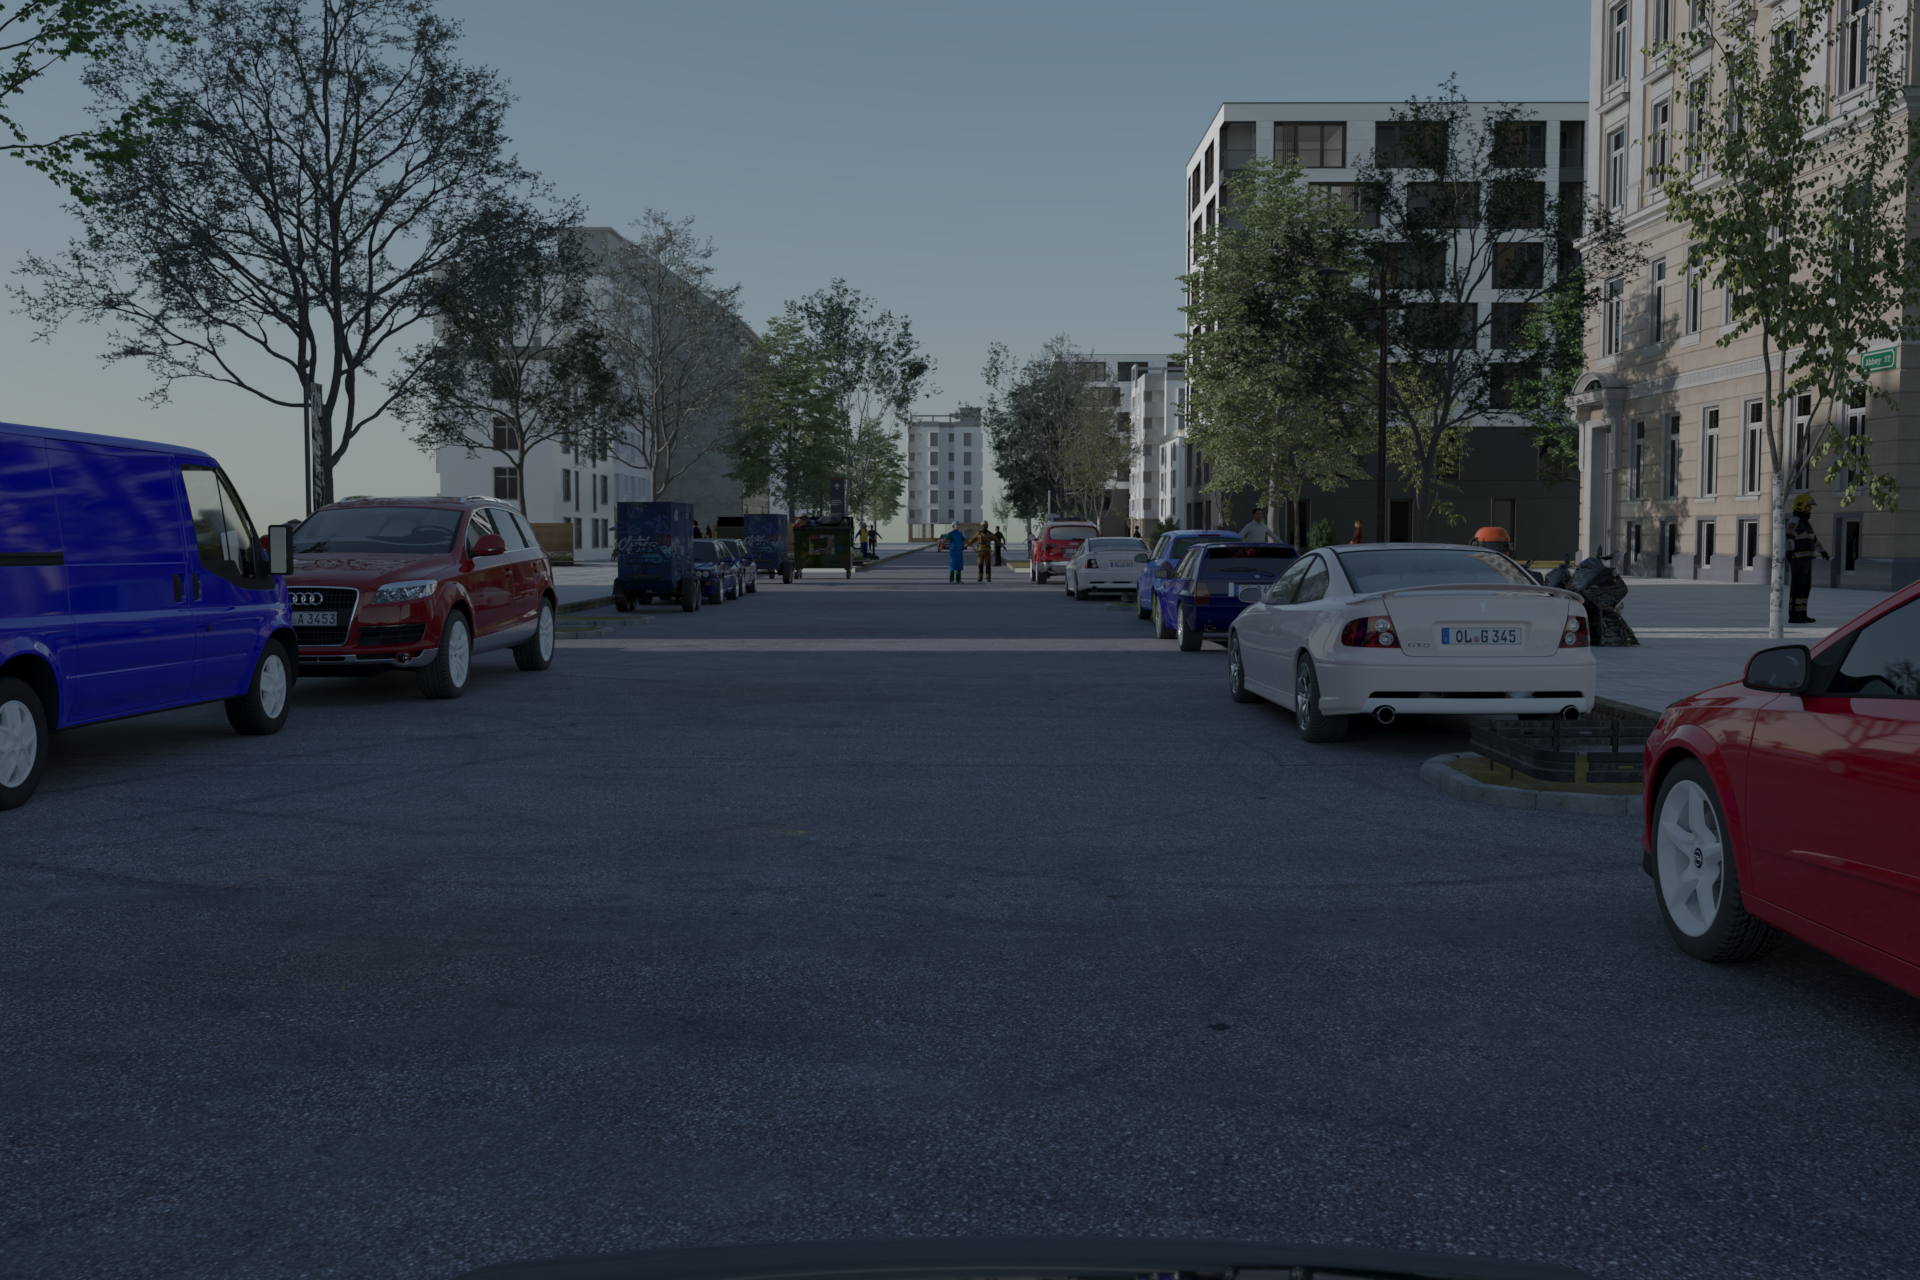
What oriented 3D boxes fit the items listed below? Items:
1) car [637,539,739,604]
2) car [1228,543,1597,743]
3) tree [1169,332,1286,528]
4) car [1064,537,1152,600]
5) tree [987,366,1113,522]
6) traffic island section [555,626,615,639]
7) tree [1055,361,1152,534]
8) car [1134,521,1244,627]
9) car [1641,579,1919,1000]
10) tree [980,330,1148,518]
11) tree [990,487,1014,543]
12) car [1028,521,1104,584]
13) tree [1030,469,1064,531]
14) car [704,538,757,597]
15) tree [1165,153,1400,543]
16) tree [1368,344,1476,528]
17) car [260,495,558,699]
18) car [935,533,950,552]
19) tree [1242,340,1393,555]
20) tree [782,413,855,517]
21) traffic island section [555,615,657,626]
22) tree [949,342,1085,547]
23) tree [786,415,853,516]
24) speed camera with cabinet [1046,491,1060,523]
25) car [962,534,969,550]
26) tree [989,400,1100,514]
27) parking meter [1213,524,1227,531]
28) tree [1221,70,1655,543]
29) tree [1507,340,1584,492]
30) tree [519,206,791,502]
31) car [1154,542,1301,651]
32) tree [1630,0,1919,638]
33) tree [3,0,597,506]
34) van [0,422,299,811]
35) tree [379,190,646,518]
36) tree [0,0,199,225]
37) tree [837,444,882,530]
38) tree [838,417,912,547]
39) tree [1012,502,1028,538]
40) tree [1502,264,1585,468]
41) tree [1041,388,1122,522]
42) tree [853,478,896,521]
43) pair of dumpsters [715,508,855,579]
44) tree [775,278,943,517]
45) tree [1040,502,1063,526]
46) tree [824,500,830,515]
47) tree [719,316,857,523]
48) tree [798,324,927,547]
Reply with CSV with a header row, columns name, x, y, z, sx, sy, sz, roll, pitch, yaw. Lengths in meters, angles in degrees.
name,x,y,z,sx,sy,sz,roll,pitch,yaw
car,-5.703,-1.462,36.485,1.945,1.354,3.894,0,3,0
car,3.267,-0.056,13.278,2.083,1.381,4.827,0,4,-1
tree,9.816,-6.920,63.499,4.737,8.622,4.395,0,3,0
car,3.394,-1.614,38.750,2.083,1.381,4.827,0,4,-1
tree,7.019,-13.706,130.749,9.857,13.997,8.962,0,3,0
traffic island section,-5.973,-0.100,24.494,1.991,0.108,1.994,0,4,1
tree,5.941,-7.544,73.703,4.360,8.622,3.978,0,3,0
car,3.822,-1.125,27.989,1.945,1.707,3.694,0,4,0
car,3.346,0.275,4.543,2.155,1.783,4.494,0,4,0
tree,6.405,-11.939,105.571,12.009,13.543,11.850,0,3,0
tree,6.598,-18.708,256.236,4.737,8.622,4.395,0,3,0
car,3.159,-2.578,50.818,2.281,1.827,5.304,0,4,0
tree,7.295,-11.588,139.830,4.737,8.622,4.395,0,3,0
car,-5.818,-1.734,40.938,1.945,1.354,3.894,0,4,0
tree,9.766,-8.209,52.350,7.486,12.596,7.792,0,3,0
tree,17.436,-7.020,65.141,4.737,8.622,4.395,0,3,0
car,-5.359,-0.494,16.744,2.281,1.827,5.304,0,4,0
car,-0.899,-7.970,139.352,2.155,1.783,4.494,0,4,0
tree,14.574,-8.526,73.818,8.767,10.594,7.601,2,4,30
tree,-8.449,-9.166,100.221,4.737,8.622,4.395,0,3,0
traffic island section,-5.963,-0.306,27.875,1.991,0.108,1.994,0,4,1
tree,5.751,-19.288,171.246,12.611,20.169,13.585,0,3,0
tree,-7.953,-9.562,106.694,4.360,8.622,3.978,0,3,0
speed camera with cabinet,4.239,-5.117,78.005,0.660,3.252,2.038,0,4,1
car,-0.192,-9.136,159.161,2.009,1.686,4.222,0,4,-1
tree,6.284,-11.381,120.495,7.601,10.594,8.767,2,4,34
parking meter,6.841,-2.272,45.561,0.372,1.533,0.369,0,3,0
tree,9.593,-6.210,35.950,8.767,10.594,7.601,1,4,12
tree,28.953,-8.708,76.791,8.767,10.594,7.601,-1,4,-21
tree,-11.303,-9.407,64.179,12.009,13.543,11.850,0,3,0
car,3.545,-0.606,22.486,1.945,1.354,3.894,0,3,0
tree,10.184,-4.314,20.900,4.737,8.622,4.395,0,3,0
tree,-12.094,-7.502,33.027,12.009,13.543,11.850,0,3,0
van,-5.828,-0.381,10.614,2.240,2.365,5.245,0,4,1
tree,-12.354,-6.933,47.761,7.601,10.594,8.767,-1,4,-21
tree,-11.627,-5.588,17.125,9.928,11.665,9.643,0,3,0
tree,-8.661,-11.564,139.434,4.737,8.622,4.395,0,3,0
tree,-8.362,-15.257,167.581,7.486,12.596,7.792,0,3,0
tree,9.988,-19.043,261.715,4.737,8.622,4.395,0,3,0
tree,24.470,-8.538,65.352,9.928,11.665,9.643,0,3,0
tree,6.501,-8.360,87.043,4.360,8.622,3.978,0,3,0
tree,-12.880,-20.007,261.531,7.601,10.594,8.767,1,4,9
pair of dumpsters,-5.589,-3.085,55.385,4.436,2.255,1.574,0,4,0
tree,-7.602,-16.536,126.253,12.611,20.169,13.585,0,3,0
tree,7.742,-12.621,156.718,4.737,8.622,4.395,0,3,0
tree,-21.010,-19.708,256.630,7.601,10.594,8.767,0,4,1
tree,-9.110,-10.571,90.955,7.486,12.596,7.792,0,3,0
tree,-8.874,-18.174,153.030,12.611,20.169,13.585,0,3,0
